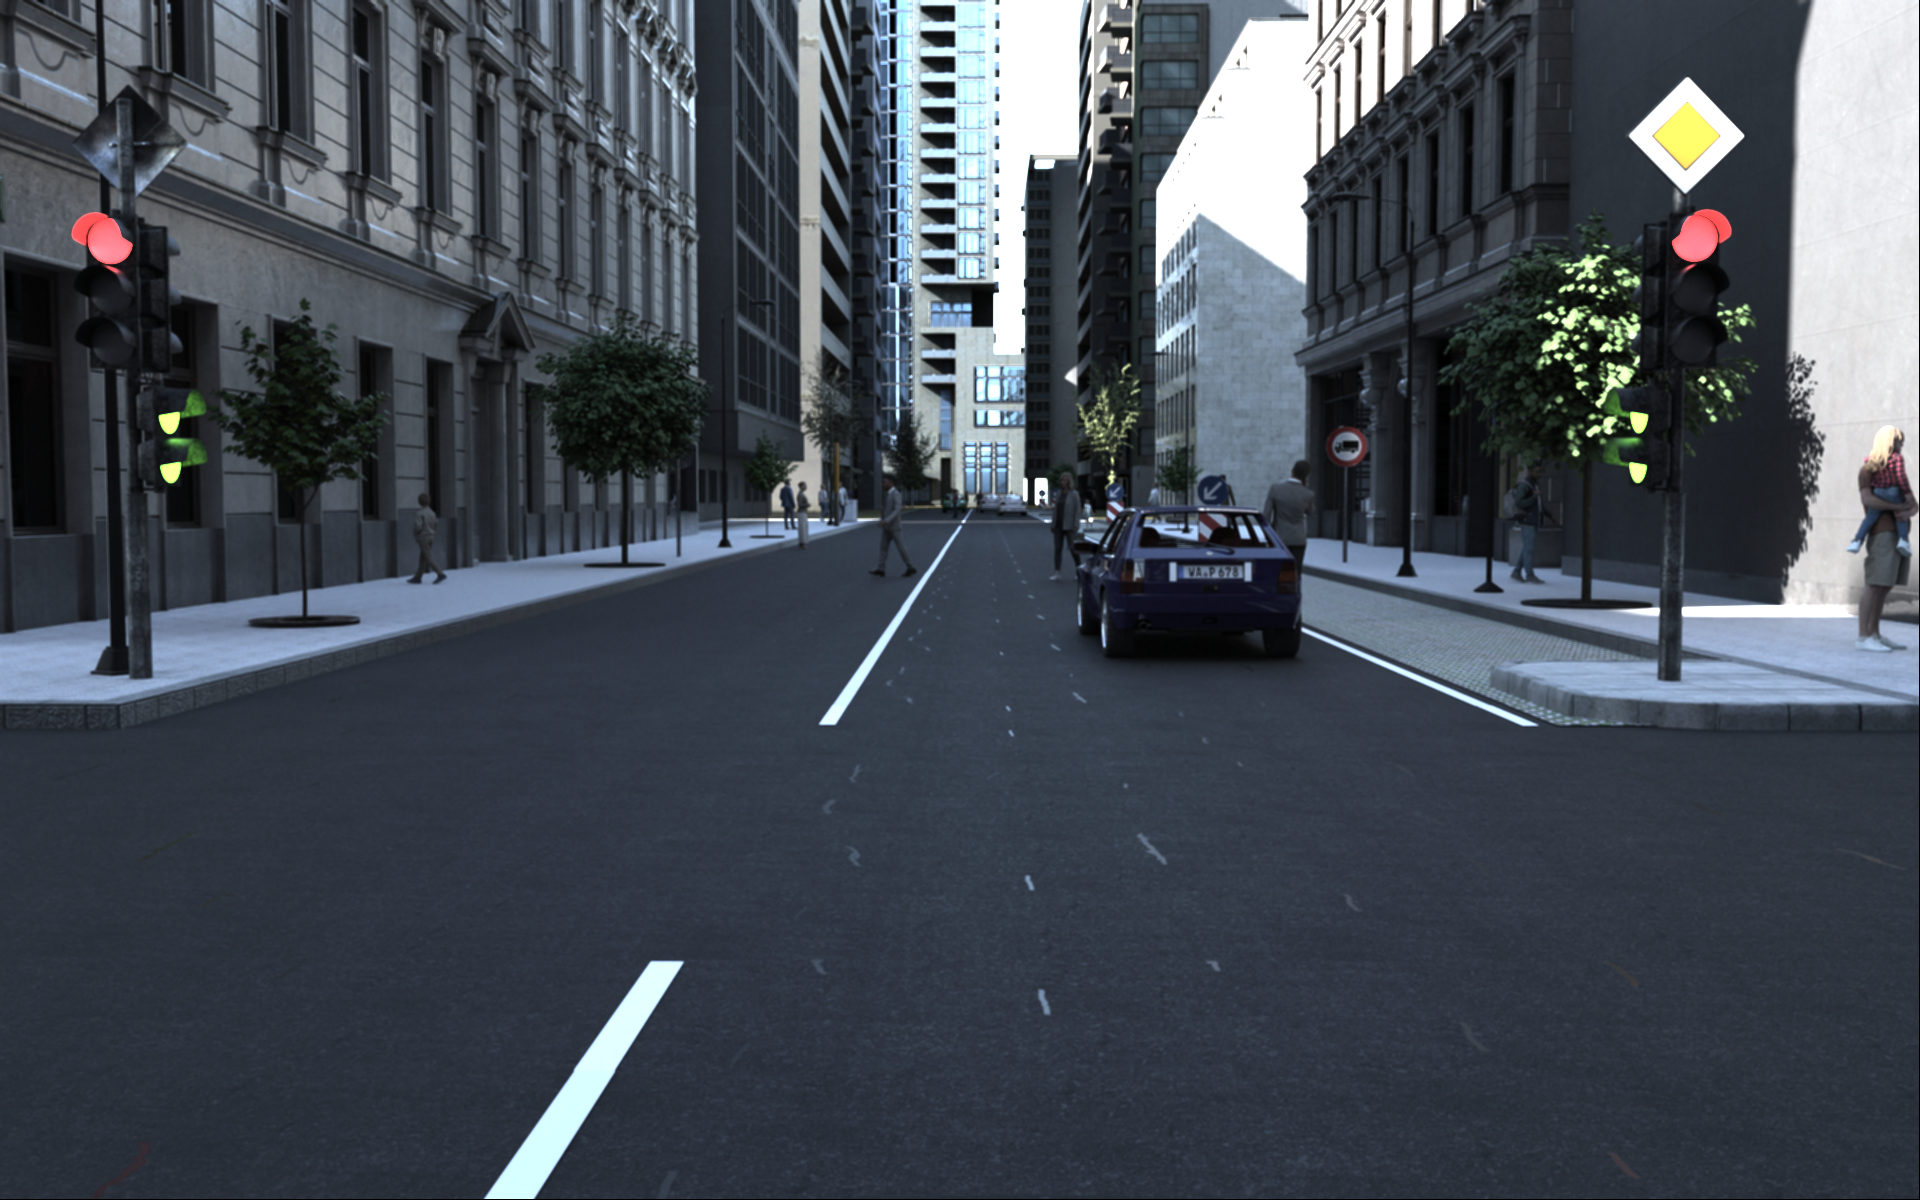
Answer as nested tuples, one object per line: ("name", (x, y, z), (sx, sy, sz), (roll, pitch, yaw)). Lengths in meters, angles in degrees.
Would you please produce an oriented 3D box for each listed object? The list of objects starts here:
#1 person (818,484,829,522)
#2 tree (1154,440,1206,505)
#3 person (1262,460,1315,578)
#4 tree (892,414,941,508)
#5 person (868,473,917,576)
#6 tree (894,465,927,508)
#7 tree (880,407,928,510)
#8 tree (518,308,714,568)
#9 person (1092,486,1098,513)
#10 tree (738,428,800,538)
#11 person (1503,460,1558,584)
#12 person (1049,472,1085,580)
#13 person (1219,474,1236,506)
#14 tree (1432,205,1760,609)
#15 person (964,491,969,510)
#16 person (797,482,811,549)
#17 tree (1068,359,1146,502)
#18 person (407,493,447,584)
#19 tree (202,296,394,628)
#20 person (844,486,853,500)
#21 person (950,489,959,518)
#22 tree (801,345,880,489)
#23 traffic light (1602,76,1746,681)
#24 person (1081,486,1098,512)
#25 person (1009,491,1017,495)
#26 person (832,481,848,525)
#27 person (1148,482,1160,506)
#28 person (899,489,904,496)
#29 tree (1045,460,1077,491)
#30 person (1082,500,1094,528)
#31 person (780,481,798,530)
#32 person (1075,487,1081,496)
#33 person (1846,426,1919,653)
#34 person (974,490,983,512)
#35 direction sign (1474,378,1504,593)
("person", (-6.295, -4.467, 79.745), (0.731, 1.740, 0.598), (2, 4, 26))
("tree", (7.735, -4.094, 61.535), (1.663, 3.219, 1.824), (0, 3, 0))
("person", (3.590, -0.631, 19.004), (0.592, 1.802, 0.473), (1, 4, 17))
("tree", (-4.141, -12.755, 158.901), (4.737, 8.622, 4.395), (0, 3, 0))
("person", (-1.164, -1.306, 30.130), (0.850, 1.792, 0.678), (-2, 4, -23))
("tree", (-4.769, -11.071, 164.722), (4.285, 4.588, 4.351), (0, 3, 0))
("tree", (-4.851, -11.783, 143.019), (4.360, 8.622, 3.978), (0, 3, 0))
("tree", (-6.055, -2.875, 30.722), (4.285, 4.588, 4.351), (0, 3, 0))
("person", (9.194, -6.867, 118.332), (0.705, 1.823, 1.348), (0, 4, -5))
("tree", (-5.798, -3.449, 50.992), (1.663, 3.219, 1.824), (0, 3, 0))
("person", (8.133, -1.121, 24.716), (0.721, 1.781, 0.623), (2, 4, 26))
("person", (1.846, -1.238, 28.924), (0.709, 1.800, 0.728), (3, 5, 42))
("person", (7.501, -2.642, 49.153), (0.656, 1.842, 0.836), (-2, 4, -31))
("tree", (7.185, -2.215, 19.927), (4.285, 4.588, 4.351), (0, 3, 0))
("person", (0.579, -9.071, 157.731), (0.541, 1.710, 0.530), (-3, 5, -41))
("person", (-4.090, -2.222, 45.382), (0.362, 1.759, 0.519), (0, 4, 0))
("tree", (8.022, -8.746, 93.367), (4.737, 8.622, 4.395), (0, 3, 0))
("person", (-7.620, -0.878, 24.673), (0.640, 1.303, 0.475), (0, 4, 6))
("tree", (-6.324, -1.368, 16.967), (1.663, 3.219, 1.824), (0, 3, 0))
("person", (-6.033, -5.291, 93.462), (0.541, 1.710, 0.530), (1, 4, 17))
("person", (-0.363, -5.786, 103.819), (0.721, 1.743, 1.217), (1, 4, 17))
("tree", (-6.327, -8.240, 85.082), (4.360, 8.622, 3.978), (0, 3, 0))
("traffic light", (4.872, -1.401, 11.827), (0.839, 4.253, 0.868), (0, 4, 1))
("person", (9.197, -7.188, 123.197), (1.348, 1.869, 0.705), (0, 4, -6))
("person", (4.860, -9.153, 158.953), (0.742, 1.727, 0.445), (-1, 4, -9))
("person", (-5.079, -4.110, 73.087), (0.661, 1.843, 0.795), (-1, 4, -11))
("person", (8.561, -4.249, 75.746), (0.641, 1.798, 0.478), (-1, 4, -20))
("person", (-5.612, -9.368, 159.928), (1.217, 1.735, 0.721), (-1, 4, -23))
("tree", (9.696, -11.047, 164.329), (4.285, 4.588, 4.351), (0, 3, 0))
("person", (5.201, -3.485, 70.495), (0.382, 1.210, 0.505), (3, 5, 44))
("person", (-6.202, -3.451, 62.651), (0.721, 1.800, 0.419), (2, 4, 32))
("person", (8.383, -7.294, 125.828), (1.217, 1.766, 0.721), (-2, 4, -28))
("person", (7.554, -0.498, 14.161), (0.573, 1.828, 0.580), (1, 4, 9))
("person", (1.549, -7.853, 137.454), (0.990, 1.755, 0.434), (2, 4, 27))
("direction sign", (6.922, -1.870, 22.568), (0.379, 3.537, 0.876), (1, 4, 9))
